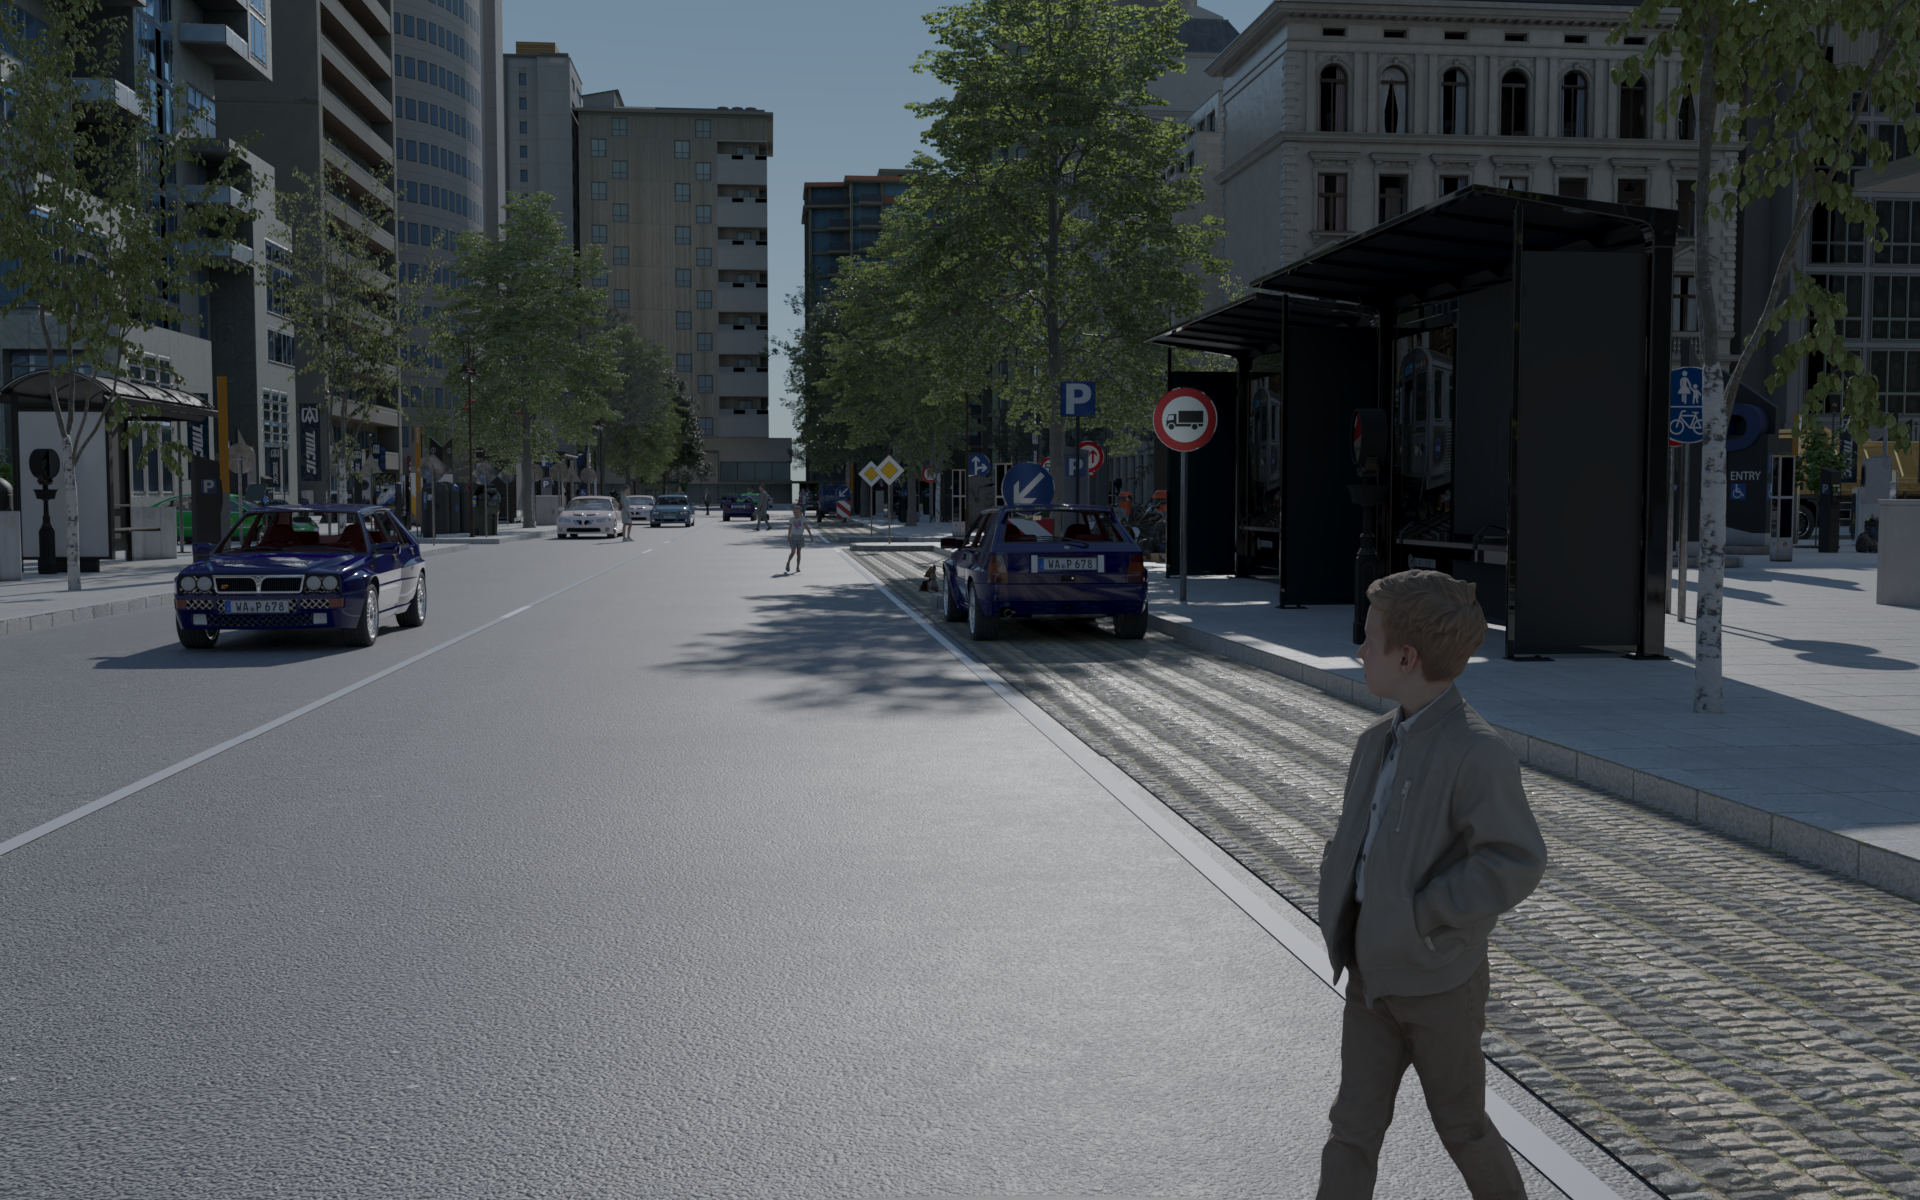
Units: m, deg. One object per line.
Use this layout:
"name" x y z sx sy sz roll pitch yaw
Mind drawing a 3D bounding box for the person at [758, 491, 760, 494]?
"person" -18.611 -9.274 160.794 0.551 1.740 0.621 3 5 42

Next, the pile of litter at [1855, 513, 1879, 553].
"pile of litter" 20.358 -1.471 38.021 1.719 0.858 1.176 -2 4 -29

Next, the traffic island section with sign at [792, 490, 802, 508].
"traffic island section with sign" -13.659 -8.856 153.424 1.989 1.847 2.006 0 4 -6

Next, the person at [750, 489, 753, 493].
"person" -14.186 -6.678 118.025 0.374 1.781 0.599 1 4 13

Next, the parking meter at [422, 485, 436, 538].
"parking meter" -15.576 -2.593 50.808 0.372 1.533 0.369 0 3 0

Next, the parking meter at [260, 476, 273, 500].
"parking meter" -22.135 -3.036 55.344 0.399 1.863 0.255 3 5 40

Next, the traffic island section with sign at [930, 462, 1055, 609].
"traffic island section with sign" 0.651 -0.817 21.987 1.989 1.847 2.006 0 4 -6

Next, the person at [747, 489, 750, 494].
"person" -13.675 -6.341 112.408 0.478 1.798 0.641 1 4 11

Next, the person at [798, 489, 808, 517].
"person" -8.232 -4.970 90.602 0.563 1.720 0.643 -3 4 -36

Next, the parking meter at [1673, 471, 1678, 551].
"parking meter" 15.977 -2.025 38.821 0.399 1.863 0.255 1 4 20

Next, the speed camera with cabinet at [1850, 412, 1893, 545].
"speed camera with cabinet" 22.436 -2.956 42.660 0.660 3.252 2.038 1 4 19

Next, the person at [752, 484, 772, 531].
"person" -7.752 -3.617 67.735 0.767 1.812 0.694 1 4 8

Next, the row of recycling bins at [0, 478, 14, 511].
"row of recycling bins" -22.175 -2.052 40.661 3.534 1.692 1.069 0 4 -5

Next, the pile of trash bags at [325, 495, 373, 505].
"pile of trash bags" -26.710 -4.092 76.663 3.447 1.369 1.912 2 4 30

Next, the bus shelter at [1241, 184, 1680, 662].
"bus shelter" 4.399 -1.533 16.340 1.731 3.624 6.357 0 4 -6

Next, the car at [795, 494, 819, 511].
"car" -11.404 -7.380 130.454 2.009 1.686 4.222 0 4 -7

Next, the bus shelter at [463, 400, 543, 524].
"bus shelter" -20.150 -6.011 75.913 2.179 5.291 8.768 0 4 -6

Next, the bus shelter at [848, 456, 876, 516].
"bus shelter" -6.144 -7.061 106.733 1.731 3.624 6.357 0 4 -6

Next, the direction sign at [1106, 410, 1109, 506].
"direction sign" 3.786 -3.206 44.423 0.379 3.537 0.876 0 4 8

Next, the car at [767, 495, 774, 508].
"car" -20.492 -10.291 180.611 2.083 1.381 4.827 0 4 -5

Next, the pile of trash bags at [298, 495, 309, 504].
"pile of trash bags" -37.360 -5.324 96.793 1.912 1.369 3.447 -2 4 -26

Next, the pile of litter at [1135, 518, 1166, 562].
"pile of litter" 3.966 -1.161 32.952 1.719 0.858 1.176 1 4 18

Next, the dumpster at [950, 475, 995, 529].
"dumpster" 0.408 -2.905 53.252 1.264 1.857 1.865 0 4 -6

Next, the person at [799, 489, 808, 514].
"person" -11.352 -7.158 125.553 0.660 1.820 0.620 -1 4 -13

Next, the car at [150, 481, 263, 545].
"car" -19.363 -2.250 45.591 4.718 1.807 1.959 0 4 -6

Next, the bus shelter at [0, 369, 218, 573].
"bus shelter" -14.938 -2.252 30.744 2.014 3.302 5.546 0 4 -6

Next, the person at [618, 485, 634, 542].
"person" -10.055 -2.607 52.121 0.522 1.701 0.512 -1 4 -15

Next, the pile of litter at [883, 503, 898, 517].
"pile of litter" -3.626 -4.933 94.620 1.176 0.858 1.719 0 4 -2

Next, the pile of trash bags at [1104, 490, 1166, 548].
"pile of trash bags" 3.950 -1.683 37.273 1.912 1.369 3.447 1 4 22

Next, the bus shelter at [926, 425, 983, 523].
"bus shelter" -0.460 -6.400 82.265 2.179 5.291 8.768 0 4 -6

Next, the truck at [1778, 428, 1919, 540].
"truck" 26.275 -3.416 51.773 9.791 3.379 3.469 0 4 -8

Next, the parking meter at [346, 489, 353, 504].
"parking meter" -27.864 -4.331 79.215 0.372 1.533 0.369 0 3 0

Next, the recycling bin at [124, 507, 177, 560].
"recycling bin" -16.011 -1.327 34.247 0.722 1.027 0.722 2 4 34

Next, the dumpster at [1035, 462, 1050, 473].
"dumpster" 2.503 -3.108 53.314 1.502 2.255 1.985 0 4 -6

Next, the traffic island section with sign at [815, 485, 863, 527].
"traffic island section with sign" -5.302 -4.165 76.720 1.989 1.847 2.006 0 4 -6

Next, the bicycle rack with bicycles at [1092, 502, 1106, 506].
"bicycle rack with bicycles" 5.870 -4.121 80.763 2.925 0.926 2.852 1 4 9

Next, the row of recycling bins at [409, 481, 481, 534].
"row of recycling bins" -16.623 -3.043 56.860 1.069 1.692 3.534 1 4 11

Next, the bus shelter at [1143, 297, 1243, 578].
"bus shelter" 3.960 -1.962 23.359 1.731 3.624 6.357 0 4 -6

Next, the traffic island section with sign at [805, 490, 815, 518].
"traffic island section with sign" -8.289 -5.832 103.987 1.989 1.847 2.006 0 4 -6

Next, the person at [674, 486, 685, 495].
"person" -14.026 -4.765 86.514 0.694 1.812 0.767 -1 4 -23

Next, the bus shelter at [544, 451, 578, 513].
"bus shelter" -20.486 -6.619 85.858 2.179 5.291 8.768 0 4 -6

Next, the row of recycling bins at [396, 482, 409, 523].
"row of recycling bins" -20.328 -3.365 62.130 1.069 1.692 3.534 -2 4 -26

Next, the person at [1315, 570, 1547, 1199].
"person" 0.800 0.599 2.975 0.640 1.303 0.475 -2 4 -35

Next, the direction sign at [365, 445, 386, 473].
"direction sign" -26.870 -5.364 79.704 0.876 3.537 0.379 -1 4 -20

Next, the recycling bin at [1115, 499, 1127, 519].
"recycling bin" 8.331 -4.793 90.924 0.722 1.027 0.722 -1 4 -11

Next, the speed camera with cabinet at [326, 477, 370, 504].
"speed camera with cabinet" -30.613 -5.647 86.657 2.038 3.252 0.660 -2 4 -30

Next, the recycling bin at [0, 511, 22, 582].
"recycling bin" -14.374 -0.793 25.517 0.722 1.027 0.722 2 4 30

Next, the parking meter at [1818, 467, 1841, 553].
"parking meter" 19.002 -1.965 37.832 0.255 1.863 0.399 -1 4 -15

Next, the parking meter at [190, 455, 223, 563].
"parking meter" -11.376 -1.252 26.178 0.399 1.863 0.255 -3 5 -42

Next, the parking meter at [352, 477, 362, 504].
"parking meter" -20.277 -3.217 58.305 0.255 1.863 0.399 -2 4 -29

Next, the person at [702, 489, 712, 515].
"person" -17.003 -6.562 116.190 0.661 1.777 0.834 1 4 17

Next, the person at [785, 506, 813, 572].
"person" -2.959 -1.122 31.856 0.505 1.210 0.382 0 4 -7
